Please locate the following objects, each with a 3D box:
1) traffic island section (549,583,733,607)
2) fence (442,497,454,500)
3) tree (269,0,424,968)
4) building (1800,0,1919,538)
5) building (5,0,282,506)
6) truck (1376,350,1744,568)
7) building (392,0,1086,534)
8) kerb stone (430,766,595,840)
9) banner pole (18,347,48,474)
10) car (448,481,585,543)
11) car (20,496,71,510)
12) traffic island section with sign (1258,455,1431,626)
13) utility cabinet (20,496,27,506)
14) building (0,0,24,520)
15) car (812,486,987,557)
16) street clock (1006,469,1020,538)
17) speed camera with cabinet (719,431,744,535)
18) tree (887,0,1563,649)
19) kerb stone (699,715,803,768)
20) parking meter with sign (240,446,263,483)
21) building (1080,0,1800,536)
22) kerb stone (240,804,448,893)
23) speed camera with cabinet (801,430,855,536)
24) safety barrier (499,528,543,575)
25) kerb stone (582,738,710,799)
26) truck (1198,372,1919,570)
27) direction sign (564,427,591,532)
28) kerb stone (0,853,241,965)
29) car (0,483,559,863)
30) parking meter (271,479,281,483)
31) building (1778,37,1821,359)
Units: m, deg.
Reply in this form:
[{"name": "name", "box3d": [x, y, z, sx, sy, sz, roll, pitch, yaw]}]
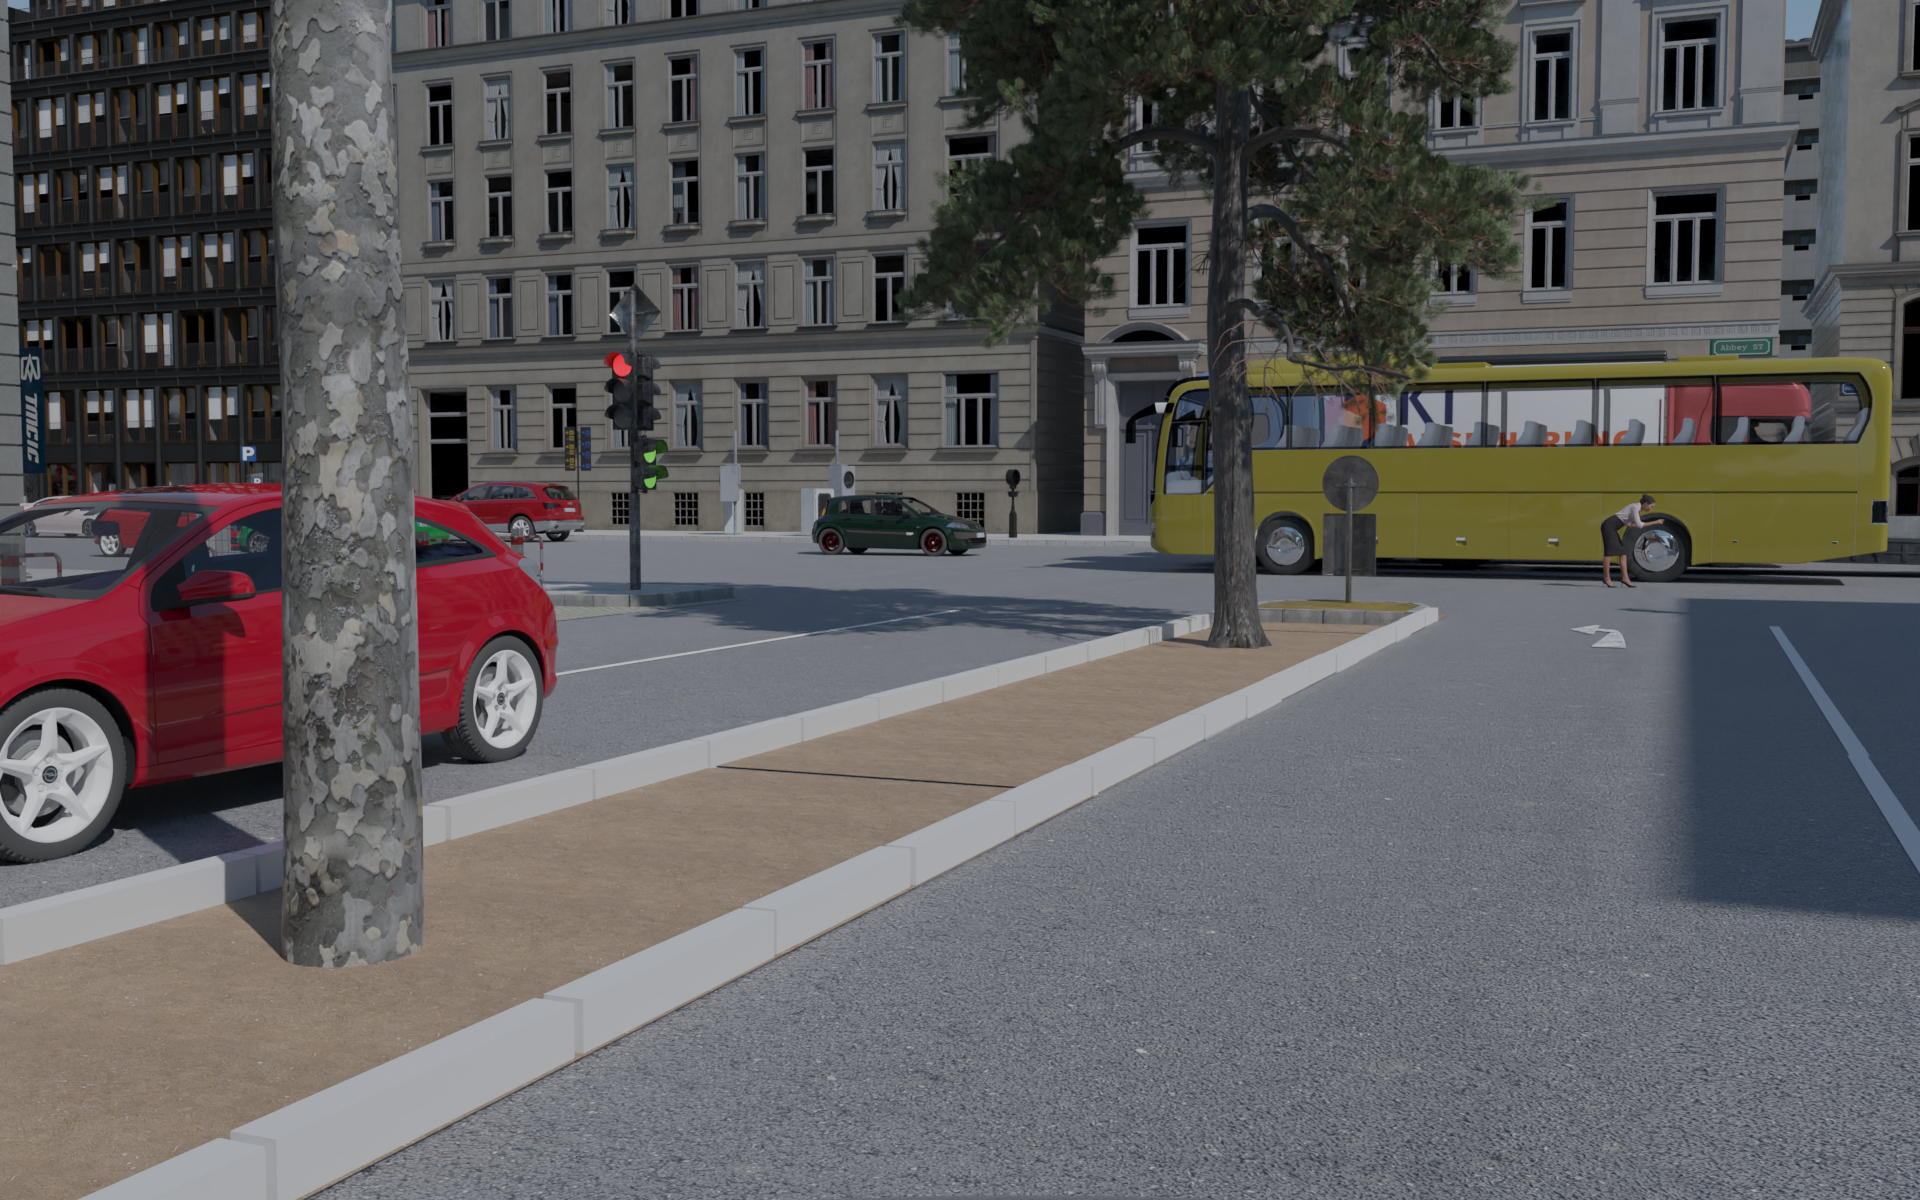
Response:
[{"name": "traffic island section", "box3d": [-4.371, -0.059, 23.253, 2.009, 0.180, 2.903, 1, 4, 23]}, {"name": "fence", "box3d": [-17.136, -3.045, 60.984, 2.264, 1.192, 0.480, -1, 4, -15]}, {"name": "tree", "box3d": [-2.683, -9.034, 6.052, 12.611, 20.169, 13.585, 0, 3, 0]}, {"name": "building", "box3d": [41.250, -13.786, 44.480, 34.723, 24.649, 14.460, 1, 4, 23]}, {"name": "building", "box3d": [-30.016, -14.899, 73.274, 15.834, 23.373, 12.332, 1, 4, 23]}, {"name": "truck", "box3d": [12.047, -2.861, 35.692, 11.283, 4.237, 2.839, 1, 4, 21]}, {"name": "building", "box3d": [-7.927, -14.273, 66.642, 30.059, 22.955, 16.112, 1, 4, 23]}, {"name": "kerb stone", "box3d": [-1.955, 0.892, 7.606, 0.120, 0.150, 1.000, 1, 4, 23]}, {"name": "banner pole", "box3d": [-14.112, -2.210, 26.144, 0.863, 3.779, 0.401, 1, 4, 19]}, {"name": "car", "box3d": [-13.958, -2.677, 52.441, 5.304, 1.827, 2.281, 1, 4, 22]}, {"name": "car", "box3d": [-29.013, -2.737, 57.110, 4.827, 1.381, 2.083, 1, 4, 22]}, {"name": "traffic island section with sign", "box3d": [4.352, -0.717, 19.866, 2.006, 1.907, 1.989, 1, 4, 23]}, {"name": "utility cabinet", "box3d": [-35.346, -3.312, 65.312, 0.306, 1.237, 1.020, -2, 4, -25]}, {"name": "building", "box3d": [-27.806, -14.977, 22.360, 29.804, 29.767, 11.434, 1, 4, 23]}, {"name": "car", "box3d": [-1.460, -1.900, 40.847, 4.222, 1.686, 2.009, 1, 4, 21]}, {"name": "street clock", "box3d": [1.549, -2.818, 50.638, 0.358, 2.002, 0.471, 2, 4, 34]}, {"name": "speed camera with cabinet", "box3d": [-7.216, -3.697, 54.782, 0.660, 3.252, 2.038, 0, 4, -2]}, {"name": "tree", "box3d": [2.505, -5.589, 15.896, 6.751, 12.117, 7.091, 0, 3, 0]}, {"name": "kerb stone", "box3d": [-1.161, 0.778, 9.498, 0.120, 0.150, 1.000, 1, 4, 23]}, {"name": "parking meter with sign", "box3d": [-25.481, -4.054, 62.547, 0.543, 3.016, 1.738, -2, 4, -35]}, {"name": "building", "box3d": [15.087, -16.427, 54.489, 20.117, 28.700, 13.634, 1, 4, 23]}, {"name": "kerb stone", "box3d": [-2.358, 0.953, 6.663, 0.120, 0.150, 1.000, 1, 4, 23]}, {"name": "speed camera with cabinet", "box3d": [-4.041, -3.600, 53.201, 0.660, 3.252, 2.038, 2, 4, 33]}, {"name": "safety barrier", "box3d": [-6.000, -0.563, 23.477, 0.300, 0.817, 1.120, 1, 4, 23]}, {"name": "kerb stone", "box3d": [-1.560, 0.835, 8.552, 0.120, 0.150, 1.000, 1, 4, 23]}, {"name": "truck", "box3d": [12.644, -2.596, 32.196, 18.799, 4.110, 2.967, 2, 4, 23]}, {"name": "direction sign", "box3d": [-12.894, -4.067, 58.498, 0.876, 3.537, 0.379, 0, 4, -1]}, {"name": "kerb stone", "box3d": [-2.750, 1.008, 5.715, 0.120, 0.150, 1.000, 1, 4, 23]}, {"name": "car", "box3d": [-3.810, 0.047, 8.273, 2.155, 1.783, 4.494, 2, 4, 24]}, {"name": "parking meter", "box3d": [-25.644, -3.625, 64.980, 0.255, 1.863, 0.399, -3, 5, -44]}, {"name": "building", "box3d": [90.444, -37.596, 203.925, 27.495, 52.752, 28.713, 1, 4, 23]}]
